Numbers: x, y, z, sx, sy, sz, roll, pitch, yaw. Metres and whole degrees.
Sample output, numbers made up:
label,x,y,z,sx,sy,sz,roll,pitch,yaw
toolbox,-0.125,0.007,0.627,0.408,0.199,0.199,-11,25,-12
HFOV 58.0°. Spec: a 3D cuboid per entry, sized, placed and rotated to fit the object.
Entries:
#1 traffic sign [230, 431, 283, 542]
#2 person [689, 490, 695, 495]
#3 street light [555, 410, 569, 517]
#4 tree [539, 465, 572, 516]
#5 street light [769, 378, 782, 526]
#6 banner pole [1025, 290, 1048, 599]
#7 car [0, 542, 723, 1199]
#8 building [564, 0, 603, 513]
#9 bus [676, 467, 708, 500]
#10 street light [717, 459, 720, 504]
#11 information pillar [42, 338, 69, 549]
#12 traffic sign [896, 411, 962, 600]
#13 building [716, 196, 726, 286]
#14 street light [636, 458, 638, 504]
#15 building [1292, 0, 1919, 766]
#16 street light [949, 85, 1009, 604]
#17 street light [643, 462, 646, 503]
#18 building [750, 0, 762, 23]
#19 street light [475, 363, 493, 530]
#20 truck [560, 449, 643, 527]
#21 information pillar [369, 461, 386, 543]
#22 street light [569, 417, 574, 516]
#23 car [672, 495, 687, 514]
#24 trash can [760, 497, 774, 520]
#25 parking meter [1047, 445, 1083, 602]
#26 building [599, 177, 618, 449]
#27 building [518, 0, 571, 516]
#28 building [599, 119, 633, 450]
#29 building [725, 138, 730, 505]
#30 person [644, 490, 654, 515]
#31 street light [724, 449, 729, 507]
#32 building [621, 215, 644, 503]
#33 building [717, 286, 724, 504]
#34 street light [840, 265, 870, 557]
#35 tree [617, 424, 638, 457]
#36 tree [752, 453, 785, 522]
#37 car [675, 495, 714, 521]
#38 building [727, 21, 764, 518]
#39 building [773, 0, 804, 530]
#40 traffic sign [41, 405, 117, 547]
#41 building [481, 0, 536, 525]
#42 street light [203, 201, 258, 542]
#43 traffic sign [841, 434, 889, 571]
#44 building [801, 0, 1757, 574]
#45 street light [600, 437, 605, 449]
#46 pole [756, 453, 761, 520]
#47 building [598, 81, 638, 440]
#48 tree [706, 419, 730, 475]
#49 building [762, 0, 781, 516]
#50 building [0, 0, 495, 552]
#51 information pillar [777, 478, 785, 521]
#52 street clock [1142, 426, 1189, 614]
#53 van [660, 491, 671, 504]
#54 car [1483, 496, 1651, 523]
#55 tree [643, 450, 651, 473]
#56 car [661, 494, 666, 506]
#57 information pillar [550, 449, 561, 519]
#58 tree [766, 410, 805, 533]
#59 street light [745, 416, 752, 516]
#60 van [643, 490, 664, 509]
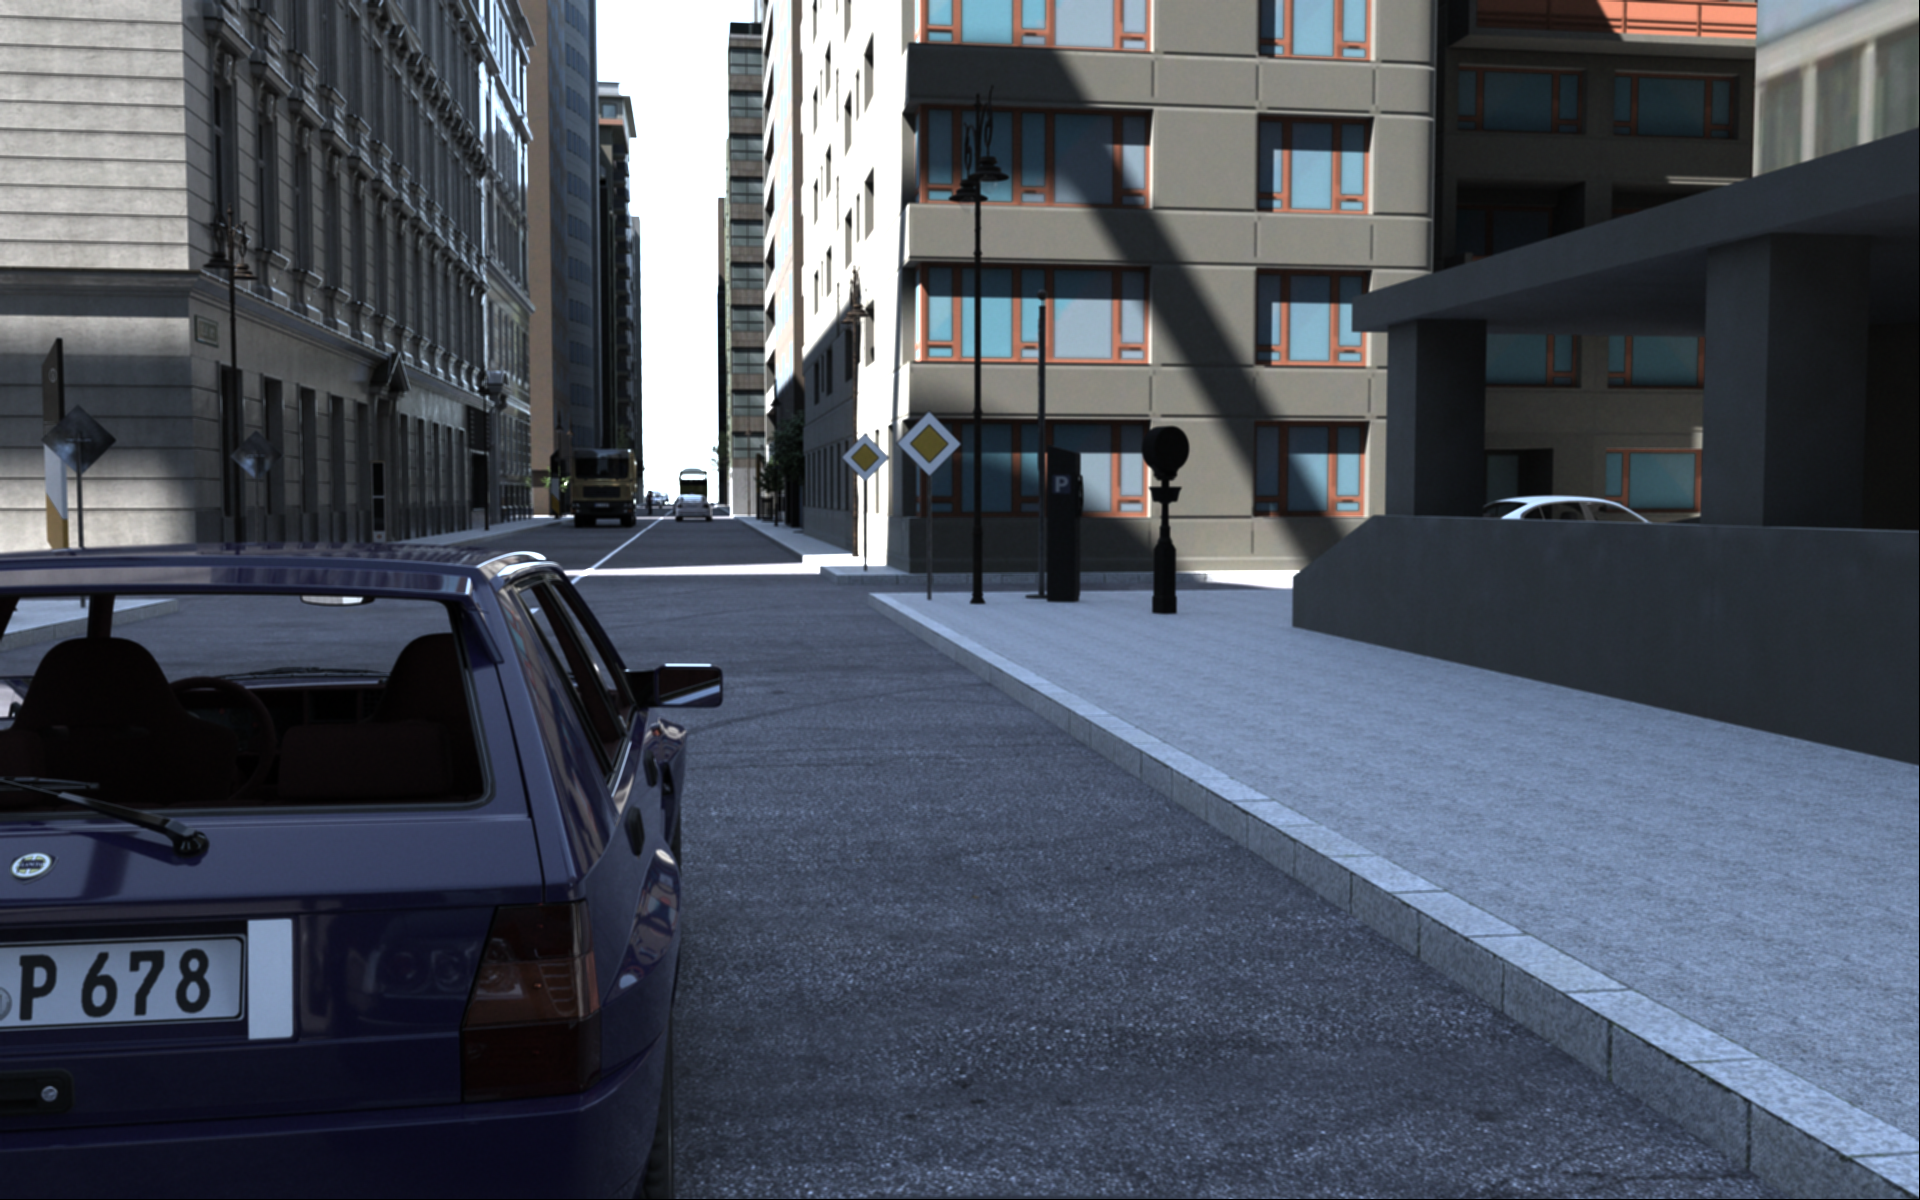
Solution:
label,x,y,z,sx,sy,sz,roll,pitch,yaw
traffic sign,-11.118,-1.454,27.414,0.795,2.450,0.064,-1,4,-9
person,-18.867,-6.888,122.065,0.756,1.711,0.436,1,4,19
street light,-21.961,-7.480,95.082,0.468,5.910,1.993,-1,4,-9
tree,-23.142,-6.443,99.937,1.663,3.219,1.824,0,3,0
street light,-7.334,-5.881,68.935,0.468,5.910,1.993,-1,4,-9
banner pole,1.001,-1.928,21.539,0.401,3.779,0.863,0,4,-2
car,-1.540,0.515,4.162,1.945,1.354,3.894,-1,4,-9
building,-38.130,-35.836,127.922,21.231,58.520,28.212,-1,4,-9
bus,-24.616,-10.274,159.520,2.896,3.916,12.252,-1,4,-10
street light,-31.530,-15.566,227.290,0.468,5.910,1.993,-1,4,-9
information pillar,-13.676,-2.131,26.196,0.504,3.616,0.183,2,4,35
traffic sign,-0.375,-1.059,20.951,0.795,2.450,0.064,-1,4,-9
building,-28.579,-36.954,254.313,14.600,45.320,14.200,-1,4,-9
street light,-40.817,-15.072,219.207,0.468,5.910,1.993,-1,4,-9
building,20.187,-19.525,11.120,32.217,40.220,23.993,-1,4,-9
street light,0.207,-2.897,20.147,0.468,5.910,1.993,-1,4,-9
street light,-46.104,-17.150,253.186,0.468,5.910,1.993,-1,4,-9
building,-9.762,-33.331,164.577,23.786,49.044,30.456,-1,4,-9
street light,-16.746,-5.402,61.115,0.468,5.910,1.993,-1,4,-9
truck,-15.719,-4.943,76.750,3.469,3.379,9.791,-1,4,-9
information pillar,-12.993,-2.090,38.670,0.304,2.012,0.304,-2,4,-24
street light,-23.228,-7.992,103.462,0.468,5.910,1.993,-1,4,-9
car,-19.829,-6.915,125.421,2.083,1.381,4.827,-1,4,-10
trash can,-9.554,-4.539,85.861,0.748,1.137,0.748,0,3,0
parking meter,1.252,-0.914,20.663,0.399,1.863,0.255,1,4,17
building,-40.051,-24.017,164.374,14.160,30.474,14.107,-1,4,-9
building,-32.045,-27.990,107.744,14.600,45.320,14.200,-1,4,-9
building,-48.848,-33.172,196.983,22.147,44.769,28.867,-1,4,-9
building,-20.320,-31.751,202.723,14.154,41.232,14.086,-1,4,-9
person,-21.480,-6.751,119.597,0.721,1.743,1.217,-3,5,-43
street light,-23.979,-12.551,178.003,0.468,5.910,1.993,-1,4,-9
building,-52.442,-34.409,246.176,14.154,41.232,14.086,-1,4,-9
building,-26.670,-28.688,240.749,14.160,30.474,14.107,-1,4,-9
street light,-2.127,-3.810,35.084,0.468,5.910,1.993,-1,4,-9
tree,-35.281,-13.953,178.497,4.737,8.622,4.395,0,3,0
tree,-8.762,-5.201,79.632,1.663,3.219,1.824,0,3,0
car,-14.166,-4.887,92.262,2.083,1.381,4.827,0,4,-7
building,-7.791,-20.751,110.985,14.160,30.474,14.107,-1,4,-9
building,-0.049,-25.525,67.451,14.600,45.320,14.200,-1,4,-9
traffic sign,-9.912,-0.971,19.520,0.795,2.450,0.064,-1,4,-9
building,-26.971,-17.933,79.109,13.634,28.700,20.117,-1,4,-9
street light,-11.614,-3.360,27.727,0.468,5.910,1.993,-1,4,-9
traffic sign,-1.581,-1.541,28.845,0.795,2.450,0.064,-1,4,-9
building,11.389,-12.109,43.022,28.899,21.520,27.650,-1,4,-9
street light,-28.201,-10.036,136.874,0.468,5.910,1.993,-1,4,-9
pole,-10.136,-5.702,87.067,0.158,3.312,0.155,0,3,0
building,-56.399,-38.827,224.053,28.713,52.752,27.495,-1,4,-9
tree,-24.183,-15.472,187.383,7.601,10.594,8.767,2,4,30
building,0.474,-28.739,93.583,21.300,48.544,21.600,-1,4,-9
building,-23.416,-16.561,47.180,17.030,29.872,44.131,-1,4,-9
information pillar,-8.371,-4.703,81.387,0.304,2.012,0.304,3,5,40
street clock,2.202,-0.858,18.598,0.471,2.002,0.358,-2,4,-31
van,-43.591,-15.169,255.030,2.013,2.044,4.112,-1,4,-9
car,8.957,-0.795,24.994,4.499,1.417,2.014,-1,4,-9
tree,-48.408,-18.901,259.386,4.360,8.622,3.978,0,3,0
car,-38.064,-12.612,218.206,2.014,1.417,4.499,-1,4,-11
information pillar,-20.814,-5.975,89.040,0.183,3.616,0.504,3,5,39
tree,-4.785,-4.536,57.874,4.285,4.588,4.351,0,3,0
street light,-12.539,-7.952,102.801,0.468,5.910,1.993,-1,4,-9
van,-30.671,-10.171,173.299,2.013,2.044,4.112,-1,4,-10
